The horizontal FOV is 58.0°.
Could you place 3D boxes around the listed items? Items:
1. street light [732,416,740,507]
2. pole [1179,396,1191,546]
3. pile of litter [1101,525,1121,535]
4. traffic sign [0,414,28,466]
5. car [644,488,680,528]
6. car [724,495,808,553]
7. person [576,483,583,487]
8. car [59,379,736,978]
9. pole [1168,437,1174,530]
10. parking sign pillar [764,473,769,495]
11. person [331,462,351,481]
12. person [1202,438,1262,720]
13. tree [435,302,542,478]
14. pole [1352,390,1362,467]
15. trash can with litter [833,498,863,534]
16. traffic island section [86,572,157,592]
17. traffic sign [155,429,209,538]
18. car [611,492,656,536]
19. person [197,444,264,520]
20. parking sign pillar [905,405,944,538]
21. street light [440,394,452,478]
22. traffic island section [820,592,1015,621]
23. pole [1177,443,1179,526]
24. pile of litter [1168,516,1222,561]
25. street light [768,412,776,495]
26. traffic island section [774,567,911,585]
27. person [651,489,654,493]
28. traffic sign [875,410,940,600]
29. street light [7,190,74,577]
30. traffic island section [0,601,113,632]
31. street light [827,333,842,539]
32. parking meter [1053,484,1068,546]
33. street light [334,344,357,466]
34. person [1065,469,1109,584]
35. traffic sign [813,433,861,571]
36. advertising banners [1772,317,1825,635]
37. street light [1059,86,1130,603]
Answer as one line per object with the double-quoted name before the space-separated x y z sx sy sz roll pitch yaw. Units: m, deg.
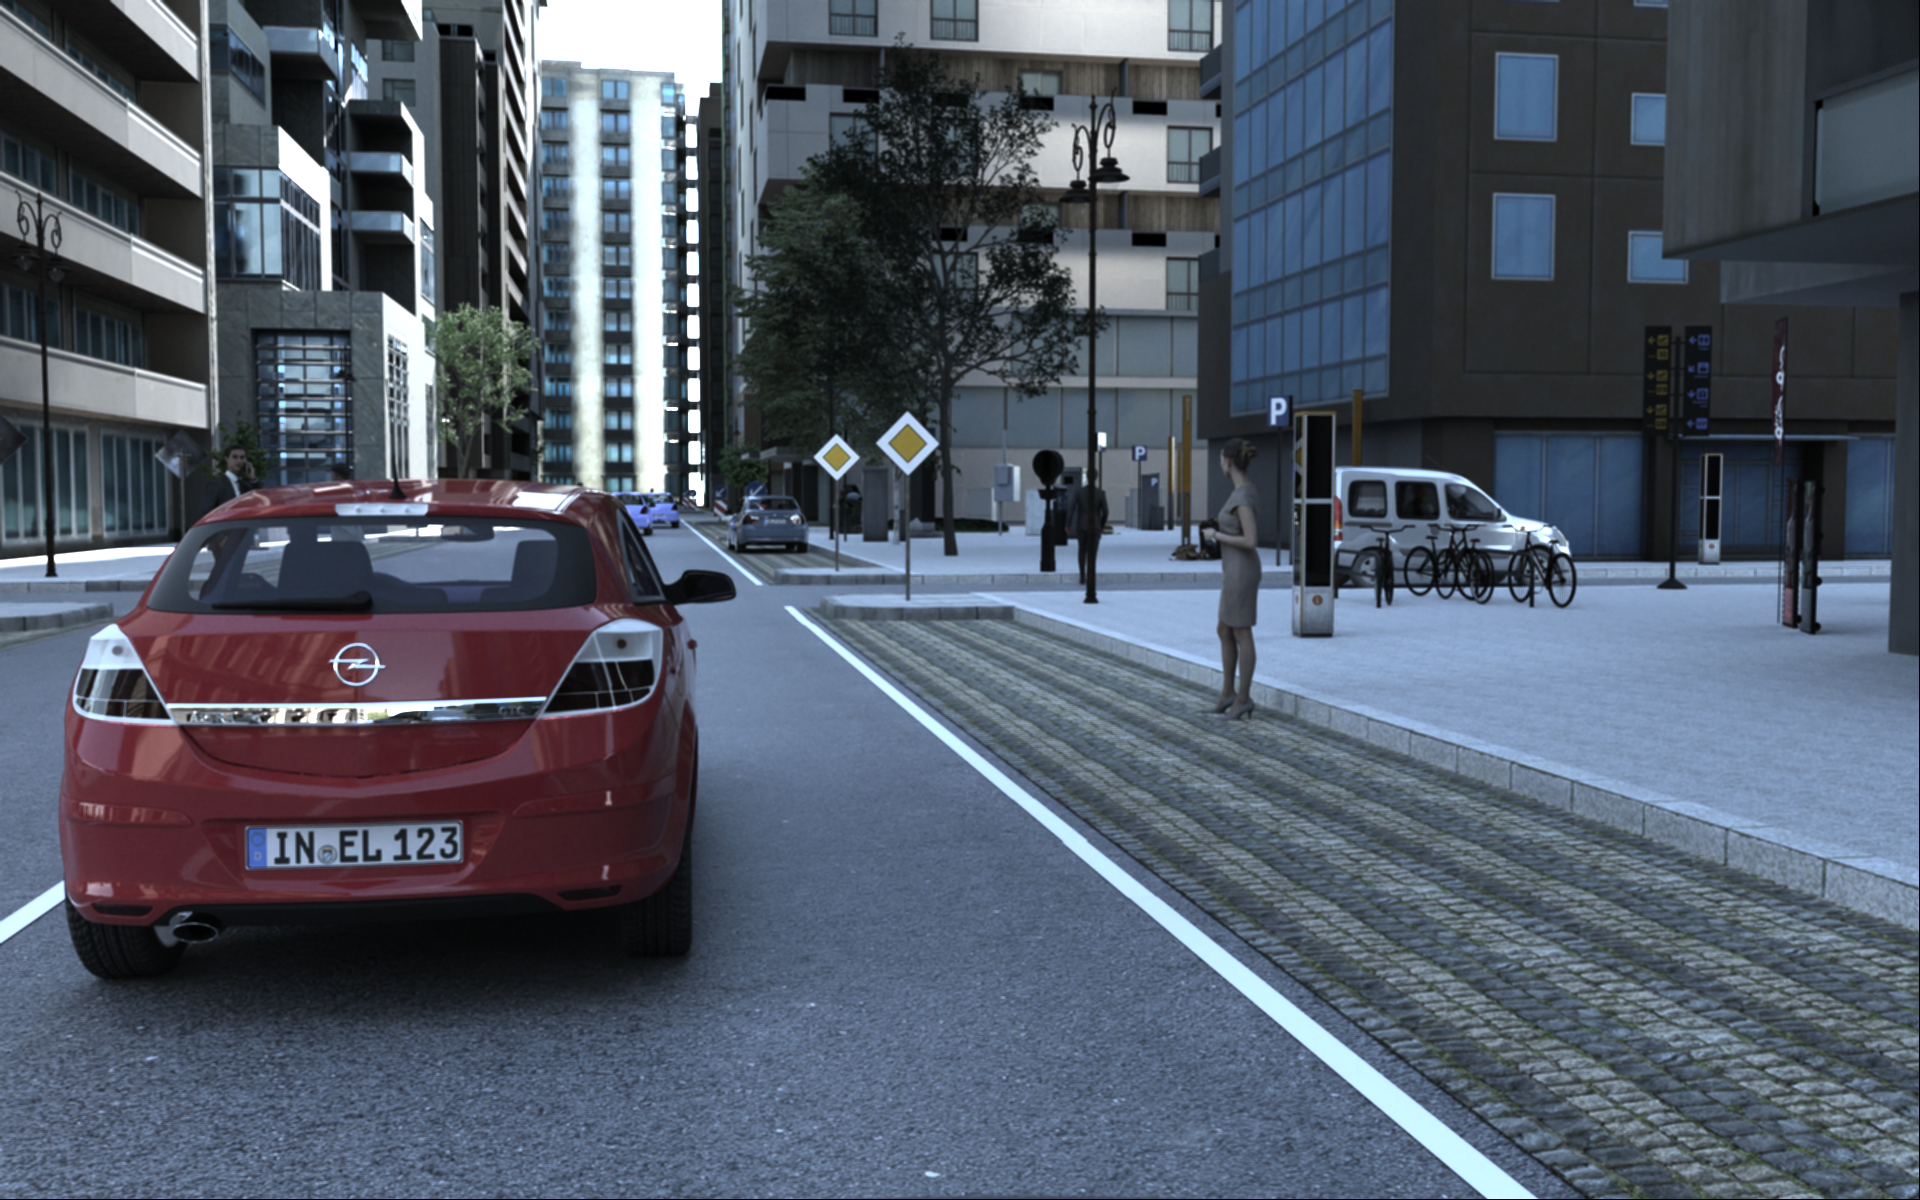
"street light" -13.226 -7.942 102.642 0.468 5.910 1.993 -1 4 -10
"pole" 4.705 -2.577 35.979 0.158 3.312 0.155 0 3 0
"pile of litter" 4.384 -2.522 55.204 1.719 0.858 1.176 -1 4 -20
"traffic sign" -10.670 -0.943 19.057 0.795 2.450 0.064 -1 4 -10
"car" -12.925 -3.943 74.064 1.945 1.707 3.694 -1 4 -12
"car" -4.817 -1.904 43.139 2.014 1.417 4.499 -1 4 -11
"person" -12.078 -2.830 55.014 0.529 1.795 0.600 0 4 5
"car" -1.939 0.142 6.716 2.155 1.783 4.494 -1 4 -9
"pole" 7.519 -4.150 61.694 0.158 3.312 0.155 0 3 0
"parking sign pillar" -11.486 -6.954 102.166 1.447 3.967 1.447 -1 4 -14
"person" -7.271 -0.713 20.342 0.466 1.800 0.511 0 4 2
"person" 1.712 -0.128 10.932 0.374 1.781 0.599 0 4 7
"tree" -26.561 -10.198 92.497 9.928 11.665 9.643 0 3 0
"pole" 7.786 -2.458 34.027 0.158 3.312 0.155 0 3 0
"trash can with litter" -3.543 -2.706 55.628 1.055 1.170 0.624 -3 5 -44
"traffic island section" -12.102 -0.287 26.975 2.009 0.180 2.903 -1 4 -10
"traffic sign" -12.080 -1.424 26.918 0.795 2.450 0.064 -1 4 -10
"car" -11.689 -3.135 60.841 1.945 1.707 3.694 -1 4 -8
"person" -6.765 -0.510 16.203 0.474 1.900 0.648 0 4 5
"parking sign pillar" -1.185 -3.825 51.008 1.447 3.967 1.447 -2 4 -25
"street light" -23.710 -6.563 80.093 0.468 5.910 1.993 -1 4 -10
"traffic island section" -0.610 0.084 20.912 2.009 0.180 2.903 -1 4 -10
"pole" 8.767 -4.611 69.234 0.158 3.312 0.155 0 3 0
"pile of litter" 4.653 -1.223 33.968 1.719 0.858 1.176 -3 5 -42
"street light" -8.345 -6.311 75.975 0.468 5.910 1.993 -1 4 -10
"traffic island section" -2.020 -0.397 28.772 2.009 0.180 2.903 -1 4 -10
"person" -21.288 -6.799 119.687 0.705 1.821 1.348 -2 4 -27
"traffic sign" -0.632 -1.051 20.831 0.795 2.450 0.064 -1 4 -10
"street light" -14.117 -3.299 26.729 0.468 5.910 1.993 -1 4 -10
"traffic island section" -10.692 0.194 19.115 2.009 0.180 2.903 -1 4 -10
"street light" -3.628 -4.650 48.817 0.468 5.910 1.993 -1 4 -10
"parking meter" 2.498 -2.125 43.162 0.372 1.533 0.369 0 3 0
"street light" -18.899 -4.931 53.413 0.468 5.910 1.993 -1 4 -10
"person" 2.024 -1.167 27.357 0.659 1.850 0.755 1 4 10
"traffic sign" -2.042 -1.532 28.691 0.795 2.450 0.064 -1 4 -10
"advertising banners" 8.019 -1.251 16.635 0.090 3.025 2.074 1 4 14
"street light" 1.542 -2.901 20.212 0.468 5.910 1.993 -1 4 -10
